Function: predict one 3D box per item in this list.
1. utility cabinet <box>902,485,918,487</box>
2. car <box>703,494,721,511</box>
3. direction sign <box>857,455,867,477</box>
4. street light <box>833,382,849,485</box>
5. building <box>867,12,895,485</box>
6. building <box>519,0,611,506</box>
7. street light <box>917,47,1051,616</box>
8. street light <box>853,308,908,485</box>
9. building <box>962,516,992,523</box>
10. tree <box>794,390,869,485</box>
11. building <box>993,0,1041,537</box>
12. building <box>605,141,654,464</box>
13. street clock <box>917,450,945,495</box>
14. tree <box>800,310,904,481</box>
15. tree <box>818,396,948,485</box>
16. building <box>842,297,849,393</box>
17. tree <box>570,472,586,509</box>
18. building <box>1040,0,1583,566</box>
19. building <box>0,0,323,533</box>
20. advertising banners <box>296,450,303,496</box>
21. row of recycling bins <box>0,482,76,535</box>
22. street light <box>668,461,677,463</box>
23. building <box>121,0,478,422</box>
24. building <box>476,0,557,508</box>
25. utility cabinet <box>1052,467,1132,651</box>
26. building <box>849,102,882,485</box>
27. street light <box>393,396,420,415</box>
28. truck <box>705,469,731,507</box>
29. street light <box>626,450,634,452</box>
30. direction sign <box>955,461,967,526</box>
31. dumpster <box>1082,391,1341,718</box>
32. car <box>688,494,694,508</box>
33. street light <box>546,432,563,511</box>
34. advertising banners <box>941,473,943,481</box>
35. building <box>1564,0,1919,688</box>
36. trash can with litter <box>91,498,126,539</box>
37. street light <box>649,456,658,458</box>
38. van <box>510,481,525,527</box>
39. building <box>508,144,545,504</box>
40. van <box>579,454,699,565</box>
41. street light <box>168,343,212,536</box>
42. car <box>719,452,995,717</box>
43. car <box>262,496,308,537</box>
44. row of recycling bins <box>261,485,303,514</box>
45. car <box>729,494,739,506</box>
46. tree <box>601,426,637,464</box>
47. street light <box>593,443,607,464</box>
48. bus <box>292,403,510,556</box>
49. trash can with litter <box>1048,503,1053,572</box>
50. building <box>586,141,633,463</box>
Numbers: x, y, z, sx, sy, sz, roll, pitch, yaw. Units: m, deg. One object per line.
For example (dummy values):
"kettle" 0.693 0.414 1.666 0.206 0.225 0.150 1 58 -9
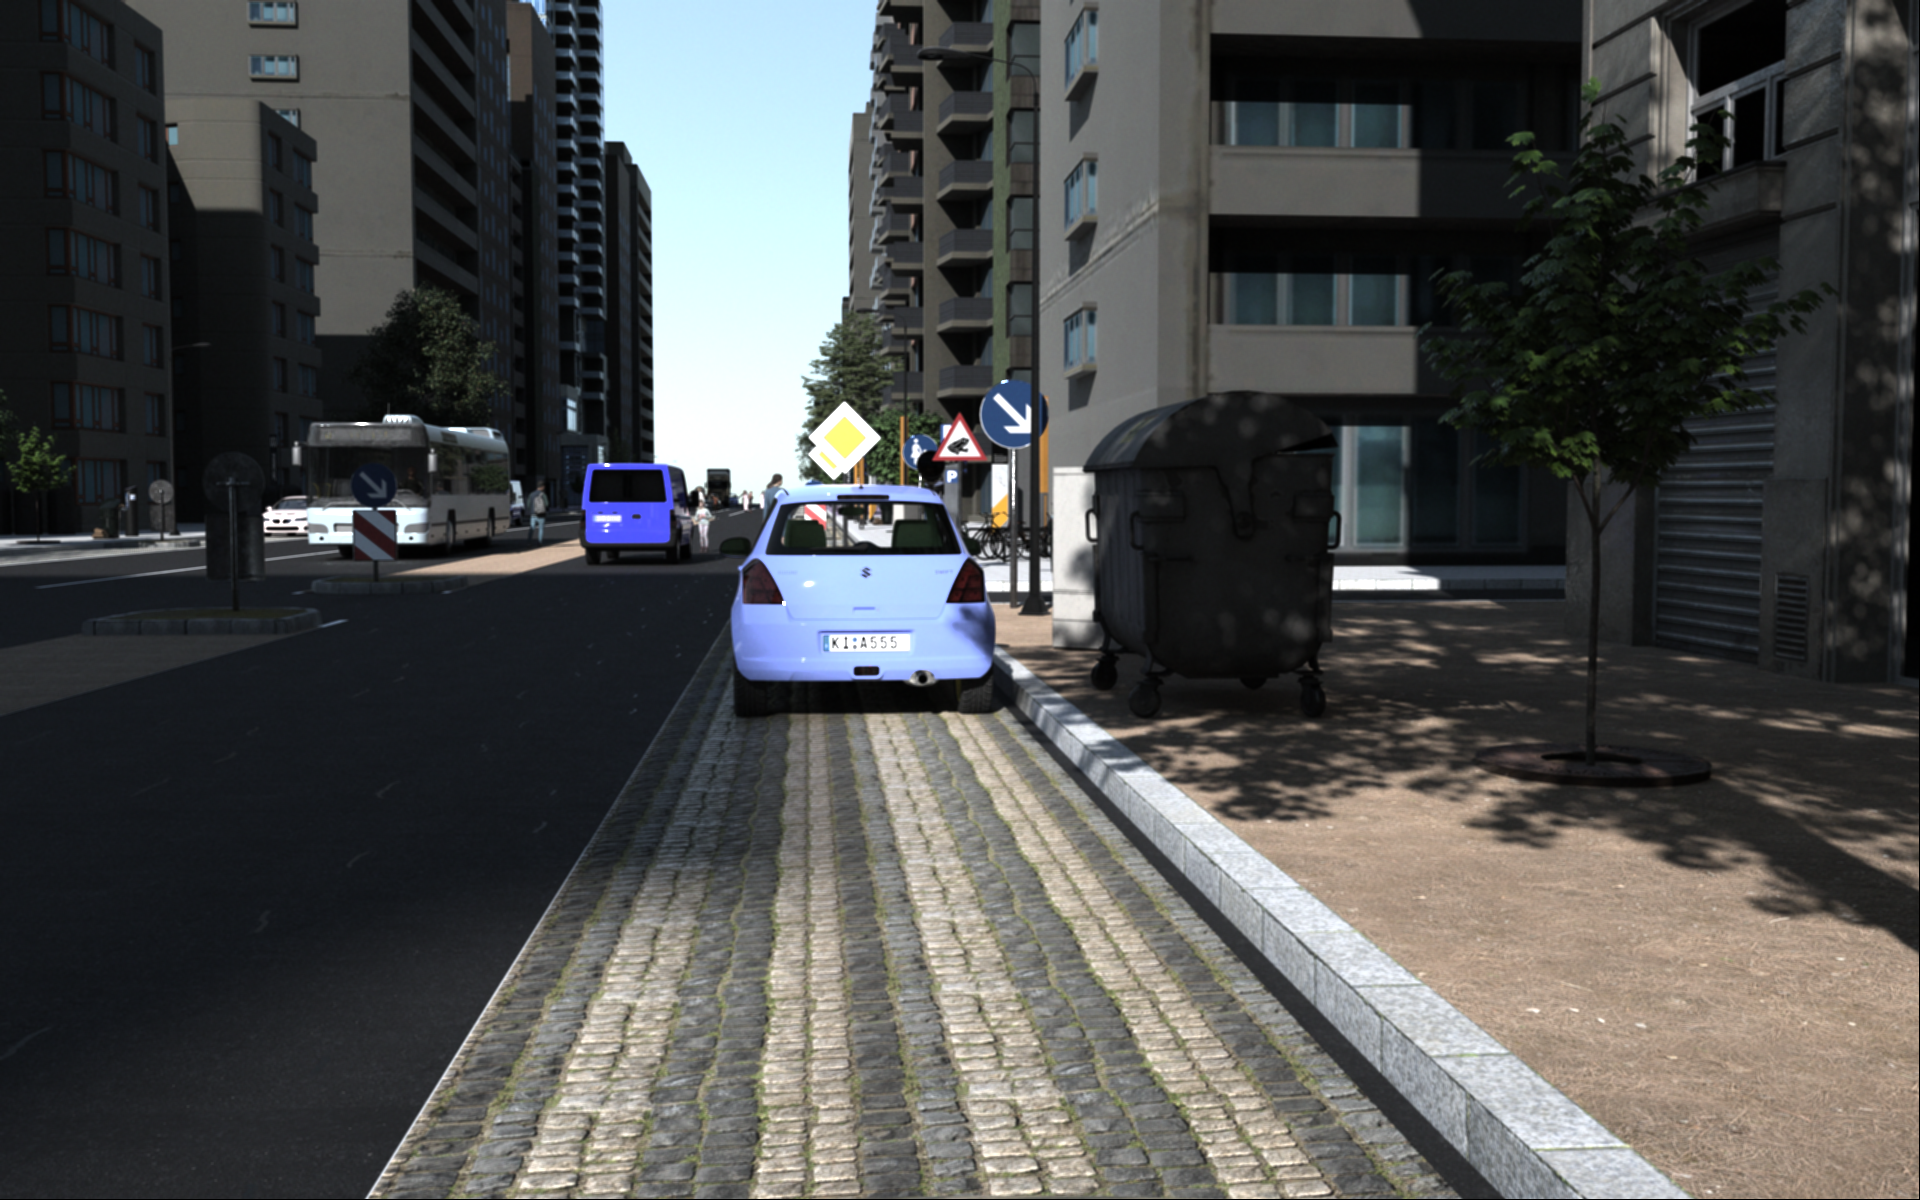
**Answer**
"utility cabinet" -1.283 -2.036 41.970 0.318 1.500 1.173 1 4 20
"car" -21.777 -8.620 150.727 2.009 1.686 4.222 0 4 -4
"direction sign" -4.577 -5.366 79.728 0.379 3.537 0.876 3 4 36
"street light" -4.574 -6.094 72.173 1.470 5.913 1.316 0 4 -5
"building" 3.083 -33.053 160.022 23.786 49.044 30.456 0 4 -5
"building" -51.448 -54.168 198.311 22.319 86.520 31.000 0 4 -5
"street light" 0.255 -2.793 18.210 1.470 5.913 1.316 0 4 -5
"street light" -1.904 -4.336 43.434 1.470 5.913 1.316 0 4 -5
"building" 7.201 -26.498 87.864 22.147 44.769 28.867 0 4 -5
"tree" -13.640 -16.756 190.964 9.611 12.733 9.660 0 3 0
"building" 7.869 -17.510 57.991 14.160 30.474 14.107 0 4 -5
"building" -54.366 -37.730 240.593 21.300 48.544 21.600 0 4 -5
"street clock" -0.483 -1.484 28.836 0.471 2.002 0.358 0 4 -2
"tree" -6.443 -11.582 107.487 7.486 12.596 7.792 0 3 0
"tree" -1.833 -4.562 58.306 4.285 4.588 4.351 0 3 0
"building" -10.265 -29.457 253.329 14.160 30.474 14.107 0 4 -5
"tree" -33.237 -9.542 150.617 1.663 3.219 1.824 0 3 0
"building" 12.867 -25.432 39.513 21.600 48.544 21.300 0 4 -5
"building" -43.965 -13.733 69.568 27.650 21.520 28.899 0 4 -5
"advertising banners" -25.261 -4.284 66.224 0.090 3.025 2.074 -2 4 -26
"row of recycling bins" -29.866 -2.909 54.672 3.534 1.692 1.069 -1 4 -18
"street light" -40.286 -16.500 242.309 1.470 5.913 1.316 0 4 -5
"building" -43.016 -29.659 108.628 21.300 48.544 21.600 0 4 -5
"building" -44.222 -30.945 156.065 14.600 45.320 14.200 0 4 -5
"utility cabinet" 1.344 -0.331 14.083 1.173 1.500 0.318 2 4 31
"building" -2.615 -35.952 211.516 21.300 48.544 21.600 0 4 -5
"street light" -26.184 -6.688 81.896 1.470 5.913 1.316 0 4 -5
"truck" -27.179 -12.610 195.083 2.839 4.237 11.283 0 4 -7
"street light" -35.194 -12.927 183.903 1.470 5.913 1.316 0 4 -5
"direction sign" 0.041 -4.767 69.944 0.379 3.537 0.876 2 4 34
"dumpster" 1.508 -0.296 10.595 1.264 1.857 1.865 0 4 -5
"car" -24.560 -9.093 160.465 2.131 1.459 4.920 0 4 -6
"street light" -30.366 -9.607 129.621 1.470 5.913 1.316 0 4 -5
"advertising banners" -0.600 -3.321 50.485 0.090 3.025 2.074 0 4 6
"building" 14.021 -10.298 1.659 16.112 22.955 30.059 0 4 -5
"trash can with litter" -24.419 -2.340 49.643 0.624 1.170 1.055 0 4 -1
"street light" -37.755 -14.682 212.595 1.470 5.913 1.316 0 4 -5
"van" -20.496 -4.399 76.301 2.240 2.365 5.245 0 4 -7
"building" -42.476 -22.668 142.320 14.160 30.474 14.107 0 4 -5
"van" -6.779 -1.982 36.787 2.240 2.365 5.245 0 4 -5
"street light" -23.708 -4.943 53.353 1.470 5.913 1.316 0 4 -5
"car" -0.764 -0.175 12.454 1.945 1.707 3.694 0 4 -6
"car" -22.526 -2.873 59.341 2.083 1.381 4.827 0 4 -5
"row of recycling bins" -29.849 -4.223 76.162 1.069 1.692 3.534 0 4 2
"car" -27.807 -12.298 210.661 1.945 1.707 3.694 0 4 -7
"tree" -36.688 -14.502 187.462 4.737 8.622 4.395 0 3 0
"street light" -32.957 -11.365 158.356 1.470 5.913 1.316 0 4 -5
"bus" -13.375 -2.930 42.767 2.948 3.499 13.247 0 4 -6
"trash can with litter" 1.947 -1.027 28.177 1.055 1.170 0.624 0 4 6
"building" -49.907 -34.999 222.348 14.600 45.320 14.200 0 4 -5
